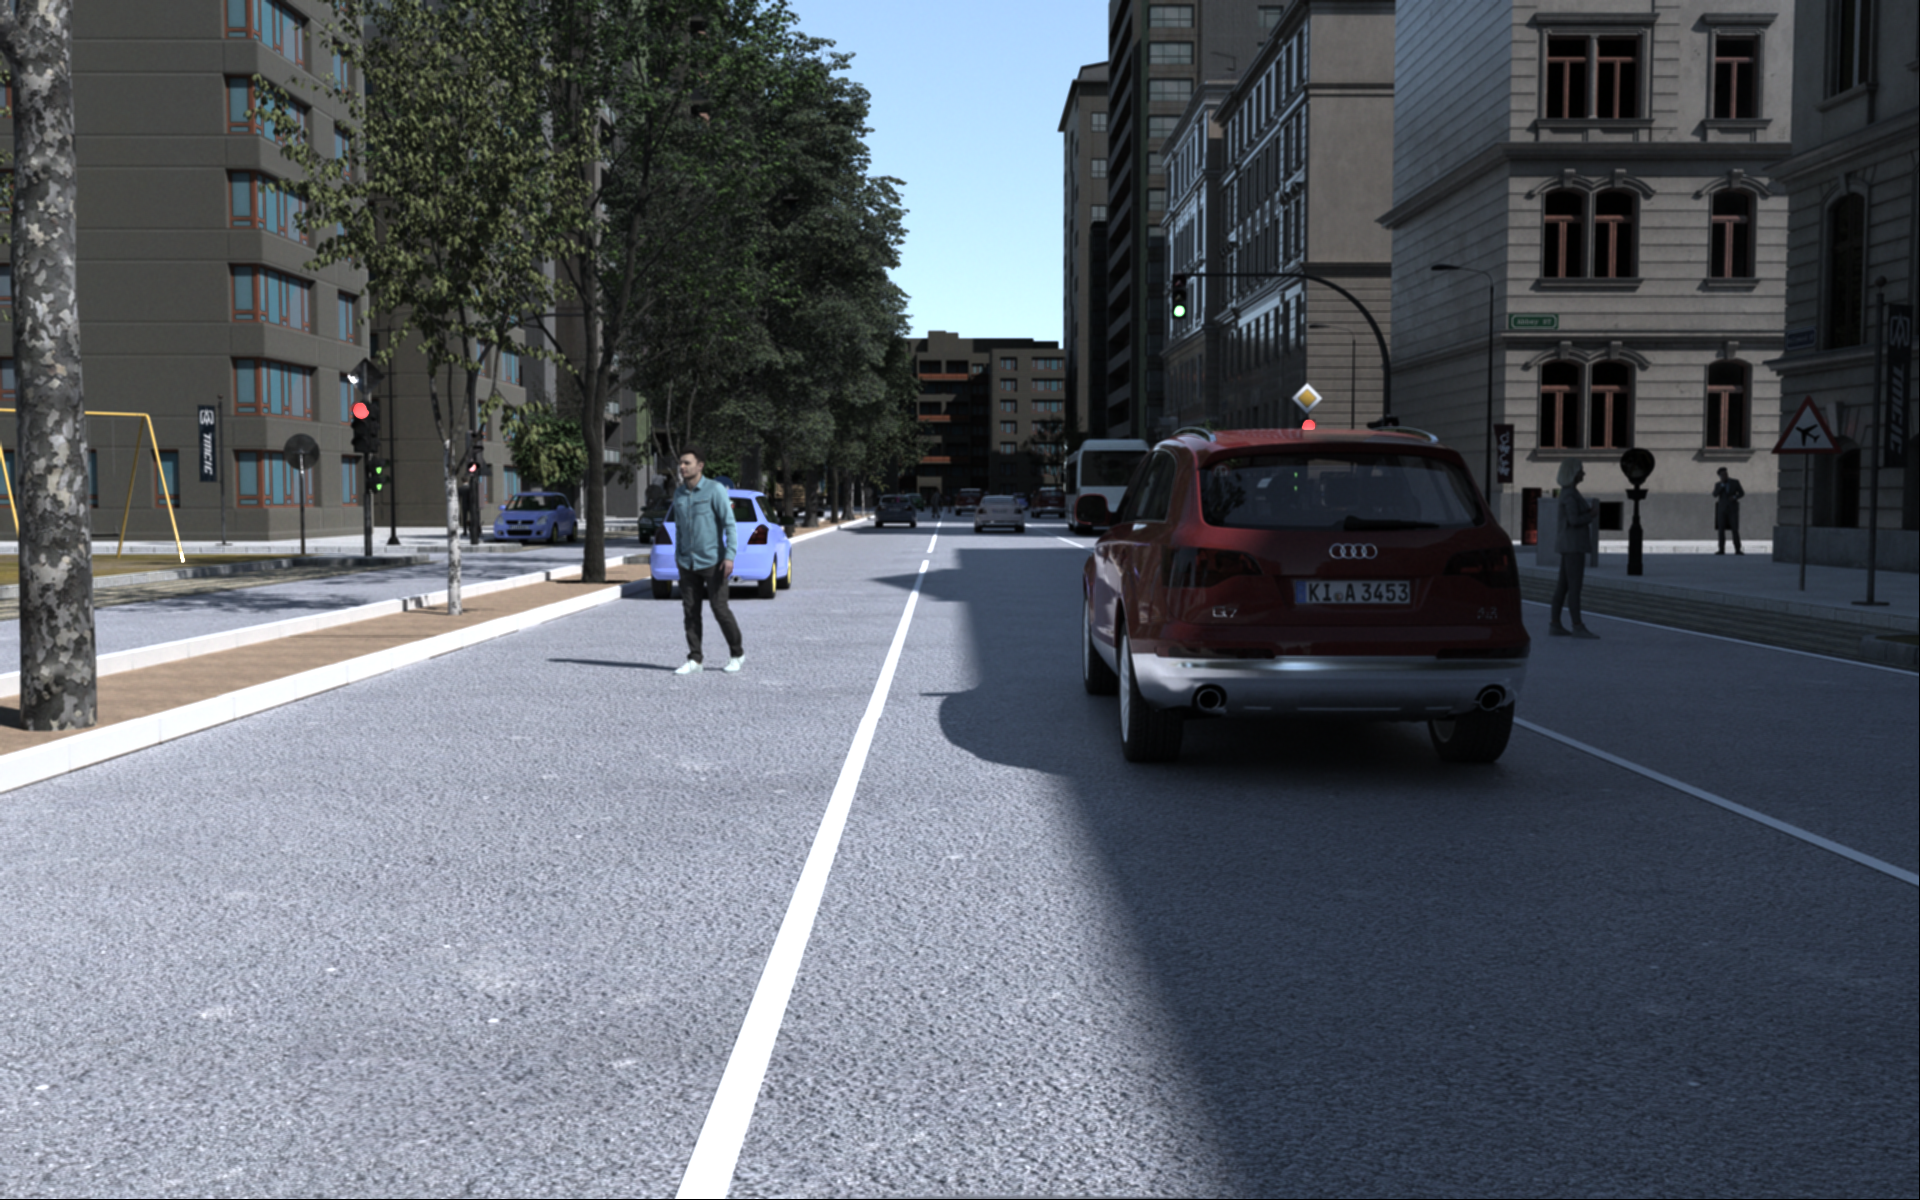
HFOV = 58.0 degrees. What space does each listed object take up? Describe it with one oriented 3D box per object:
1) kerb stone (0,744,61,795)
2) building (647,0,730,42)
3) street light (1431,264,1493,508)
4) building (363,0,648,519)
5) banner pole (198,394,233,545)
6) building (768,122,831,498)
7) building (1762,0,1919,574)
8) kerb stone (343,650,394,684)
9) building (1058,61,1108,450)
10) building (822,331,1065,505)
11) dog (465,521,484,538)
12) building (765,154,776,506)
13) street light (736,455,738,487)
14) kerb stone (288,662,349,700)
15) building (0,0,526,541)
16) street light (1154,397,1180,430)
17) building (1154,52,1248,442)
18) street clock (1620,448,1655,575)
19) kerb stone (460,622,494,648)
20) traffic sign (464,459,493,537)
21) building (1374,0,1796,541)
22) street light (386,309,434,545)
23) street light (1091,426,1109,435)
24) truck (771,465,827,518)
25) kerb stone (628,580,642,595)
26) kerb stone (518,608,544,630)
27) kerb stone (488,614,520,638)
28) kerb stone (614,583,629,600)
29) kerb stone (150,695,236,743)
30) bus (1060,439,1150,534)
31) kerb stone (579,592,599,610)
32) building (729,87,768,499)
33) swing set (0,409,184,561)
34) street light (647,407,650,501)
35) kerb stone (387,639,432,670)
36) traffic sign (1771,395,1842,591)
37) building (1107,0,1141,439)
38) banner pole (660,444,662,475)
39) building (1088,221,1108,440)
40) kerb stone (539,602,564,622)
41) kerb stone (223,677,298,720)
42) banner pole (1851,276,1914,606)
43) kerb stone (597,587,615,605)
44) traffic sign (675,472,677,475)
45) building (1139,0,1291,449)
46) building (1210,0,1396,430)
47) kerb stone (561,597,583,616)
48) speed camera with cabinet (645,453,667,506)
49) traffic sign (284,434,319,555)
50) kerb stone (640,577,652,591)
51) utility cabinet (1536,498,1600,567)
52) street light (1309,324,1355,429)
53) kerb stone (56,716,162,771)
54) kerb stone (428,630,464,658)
[{"bbox_3d":[-4.636,0.844,8.398,0.120,0.150,1.000,0,4,0],"label":"kerb stone"},{"bbox_3d":[-29.257,-29.231,132.546,22.147,44.769,28.867,0,4,0],"label":"building"},{"bbox_3d":[10.208,-3.829,35.153,1.470,5.913,1.316,0,4,0],"label":"street light"},{"bbox_3d":[-24.230,-24.830,89.567,14.154,41.232,14.086,0,4,0],"label":"building"},{"bbox_3d":[-18.597,-3.251,43.172,0.401,3.779,0.863,2,4,32],"label":"banner pole"},{"bbox_3d":[-27.257,-36.178,215.212,21.600,48.544,21.300,0,4,0],"label":"building"},{"bbox_3d":[20.638,-11.993,15.178,14.460,24.649,34.723,0,4,0],"label":"building"},{"bbox_3d":[-4.666,0.530,13.537,0.120,0.150,1.000,0,4,0],"label":"kerb stone"},{"bbox_3d":[26.885,-38.516,218.969,27.495,52.752,28.713,0,4,0],"label":"building"},{"bbox_3d":[-2.029,-22.919,219.758,28.899,21.520,27.650,0,4,0],"label":"building"},{"bbox_3d":[-14.207,-2.072,50.707,0.540,0.507,0.406,-1,4,-13],"label":"dog"},{"bbox_3d":[-32.760,-32.155,180.363,28.867,44.769,22.147,0,4,0],"label":"building"},{"bbox_3d":[-14.206,-8.682,114.487,1.470,5.913,1.316,0,4,0],"label":"street light"},{"bbox_3d":[-4.666,0.593,12.506,0.120,0.150,1.000,0,4,0],"label":"kerb stone"},{"bbox_3d":[-32.662,-13.189,60.681,27.650,21.520,28.899,0,4,0],"label":"building"},{"bbox_3d":[9.993,-6.776,83.324,1.470,5.913,1.316,0,4,0],"label":"street light"},{"bbox_3d":[20.140,-19.734,108.553,13.634,28.700,20.117,0,4,0],"label":"building"},{"bbox_3d":[10.677,-1.393,27.339,0.471,2.002,0.358,2,4,35],"label":"street clock"},{"bbox_3d":[-4.684,0.346,16.603,0.120,0.150,1.000,0,4,0],"label":"kerb stone"},{"bbox_3d":[-14.264,-3.137,51.301,0.884,2.594,0.081,1,4,8],"label":"traffic sign"},{"bbox_3d":[25.977,-16.256,53.178,23.554,28.519,14.401,0,4,0],"label":"building"},{"bbox_3d":[-13.746,-4.340,43.500,1.470,5.913,1.316,0,4,0],"label":"street light"},{"bbox_3d":[9.669,-8.952,118.911,1.470,5.913,1.316,0,4,0],"label":"street light"},{"bbox_3d":[-9.826,-7.234,107.188,2.839,4.237,11.283,0,4,0],"label":"truck"},{"bbox_3d":[-4.737,-0.159,24.795,0.120,0.150,1.000,0,4,0],"label":"kerb stone"},{"bbox_3d":[-4.690,0.220,18.647,0.120,0.150,1.000,0,4,0],"label":"kerb stone"},{"bbox_3d":[-4.692,0.280,17.625,0.120,0.150,1.000,0,4,0],"label":"kerb stone"},{"bbox_3d":[-4.727,-0.097,23.773,0.120,0.150,1.000,0,4,0],"label":"kerb stone"},{"bbox_3d":[-4.651,0.723,10.451,0.120,0.150,1.000,0,4,0],"label":"kerb stone"},{"bbox_3d":[5.400,-4.285,64.925,2.948,3.499,13.247,0,4,2],"label":"bus"},{"bbox_3d":[-4.718,0.032,21.727,0.120,0.150,1.000,0,4,0],"label":"kerb stone"},{"bbox_3d":[-24.962,-28.800,154.474,14.154,41.232,14.086,0,4,0],"label":"building"},{"bbox_3d":[-16.853,-2.142,32.636,2.862,2.851,3.119,3,5,41],"label":"swing set"},{"bbox_3d":[-13.784,-6.543,79.527,1.470,5.913,1.316,0,4,0],"label":"street light"},{"bbox_3d":[-4.669,0.467,14.558,0.120,0.150,1.000,0,4,0],"label":"kerb stone"},{"bbox_3d":[11.186,-1.403,22.938,0.884,2.594,0.081,1,4,9],"label":"traffic sign"},{"bbox_3d":[24.013,-31.927,145.705,21.300,48.544,21.600,0,4,0],"label":"building"},{"bbox_3d":[-14.758,-5.835,85.427,0.401,3.779,0.863,-1,4,-12],"label":"banner pole"},{"bbox_3d":[20.554,-25.269,184.844,14.160,30.474,14.107,0,4,0],"label":"building"},{"bbox_3d":[-4.702,0.155,19.669,0.120,0.150,1.000,0,4,0],"label":"kerb stone"},{"bbox_3d":[-4.656,0.656,11.475,0.120,0.150,1.000,0,4,0],"label":"kerb stone"},{"bbox_3d":[10.763,-1.839,20.088,0.863,3.779,0.401,-2,4,-29],"label":"banner pole"},{"bbox_3d":[-4.717,-0.034,22.748,0.120,0.150,1.000,0,4,0],"label":"kerb stone"},{"bbox_3d":[-14.847,-5.641,92.333,0.768,2.556,0.104,0,4,3],"label":"traffic sign"},{"bbox_3d":[20.133,-27.187,128.096,14.154,41.232,14.086,0,4,0],"label":"building"},{"bbox_3d":[20.379,-17.655,85.928,12.463,27.353,25.104,0,4,0],"label":"building"},{"bbox_3d":[-4.710,0.094,20.705,0.120,0.150,1.000,0,4,0],"label":"kerb stone"},{"bbox_3d":[-14.418,-5.369,82.119,0.660,3.252,2.038,0,4,4],"label":"speed camera with cabinet"},{"bbox_3d":[-13.935,-2.236,36.666,0.768,2.556,0.104,0,4,3],"label":"traffic sign"},{"bbox_3d":[-4.742,-0.220,25.817,0.120,0.150,1.000,0,4,0],"label":"kerb stone"},{"bbox_3d":[10.758,-1.192,30.656,1.020,1.237,0.306,3,5,43],"label":"utility cabinet"},{"bbox_3d":[10.203,-4.577,47.373,1.470,5.913,1.316,0,4,0],"label":"street light"},{"bbox_3d":[-4.646,0.782,9.420,0.120,0.150,1.000,0,4,0],"label":"kerb stone"},{"bbox_3d":[-4.686,0.410,15.582,0.120,0.150,1.000,0,4,0],"label":"kerb stone"}]
